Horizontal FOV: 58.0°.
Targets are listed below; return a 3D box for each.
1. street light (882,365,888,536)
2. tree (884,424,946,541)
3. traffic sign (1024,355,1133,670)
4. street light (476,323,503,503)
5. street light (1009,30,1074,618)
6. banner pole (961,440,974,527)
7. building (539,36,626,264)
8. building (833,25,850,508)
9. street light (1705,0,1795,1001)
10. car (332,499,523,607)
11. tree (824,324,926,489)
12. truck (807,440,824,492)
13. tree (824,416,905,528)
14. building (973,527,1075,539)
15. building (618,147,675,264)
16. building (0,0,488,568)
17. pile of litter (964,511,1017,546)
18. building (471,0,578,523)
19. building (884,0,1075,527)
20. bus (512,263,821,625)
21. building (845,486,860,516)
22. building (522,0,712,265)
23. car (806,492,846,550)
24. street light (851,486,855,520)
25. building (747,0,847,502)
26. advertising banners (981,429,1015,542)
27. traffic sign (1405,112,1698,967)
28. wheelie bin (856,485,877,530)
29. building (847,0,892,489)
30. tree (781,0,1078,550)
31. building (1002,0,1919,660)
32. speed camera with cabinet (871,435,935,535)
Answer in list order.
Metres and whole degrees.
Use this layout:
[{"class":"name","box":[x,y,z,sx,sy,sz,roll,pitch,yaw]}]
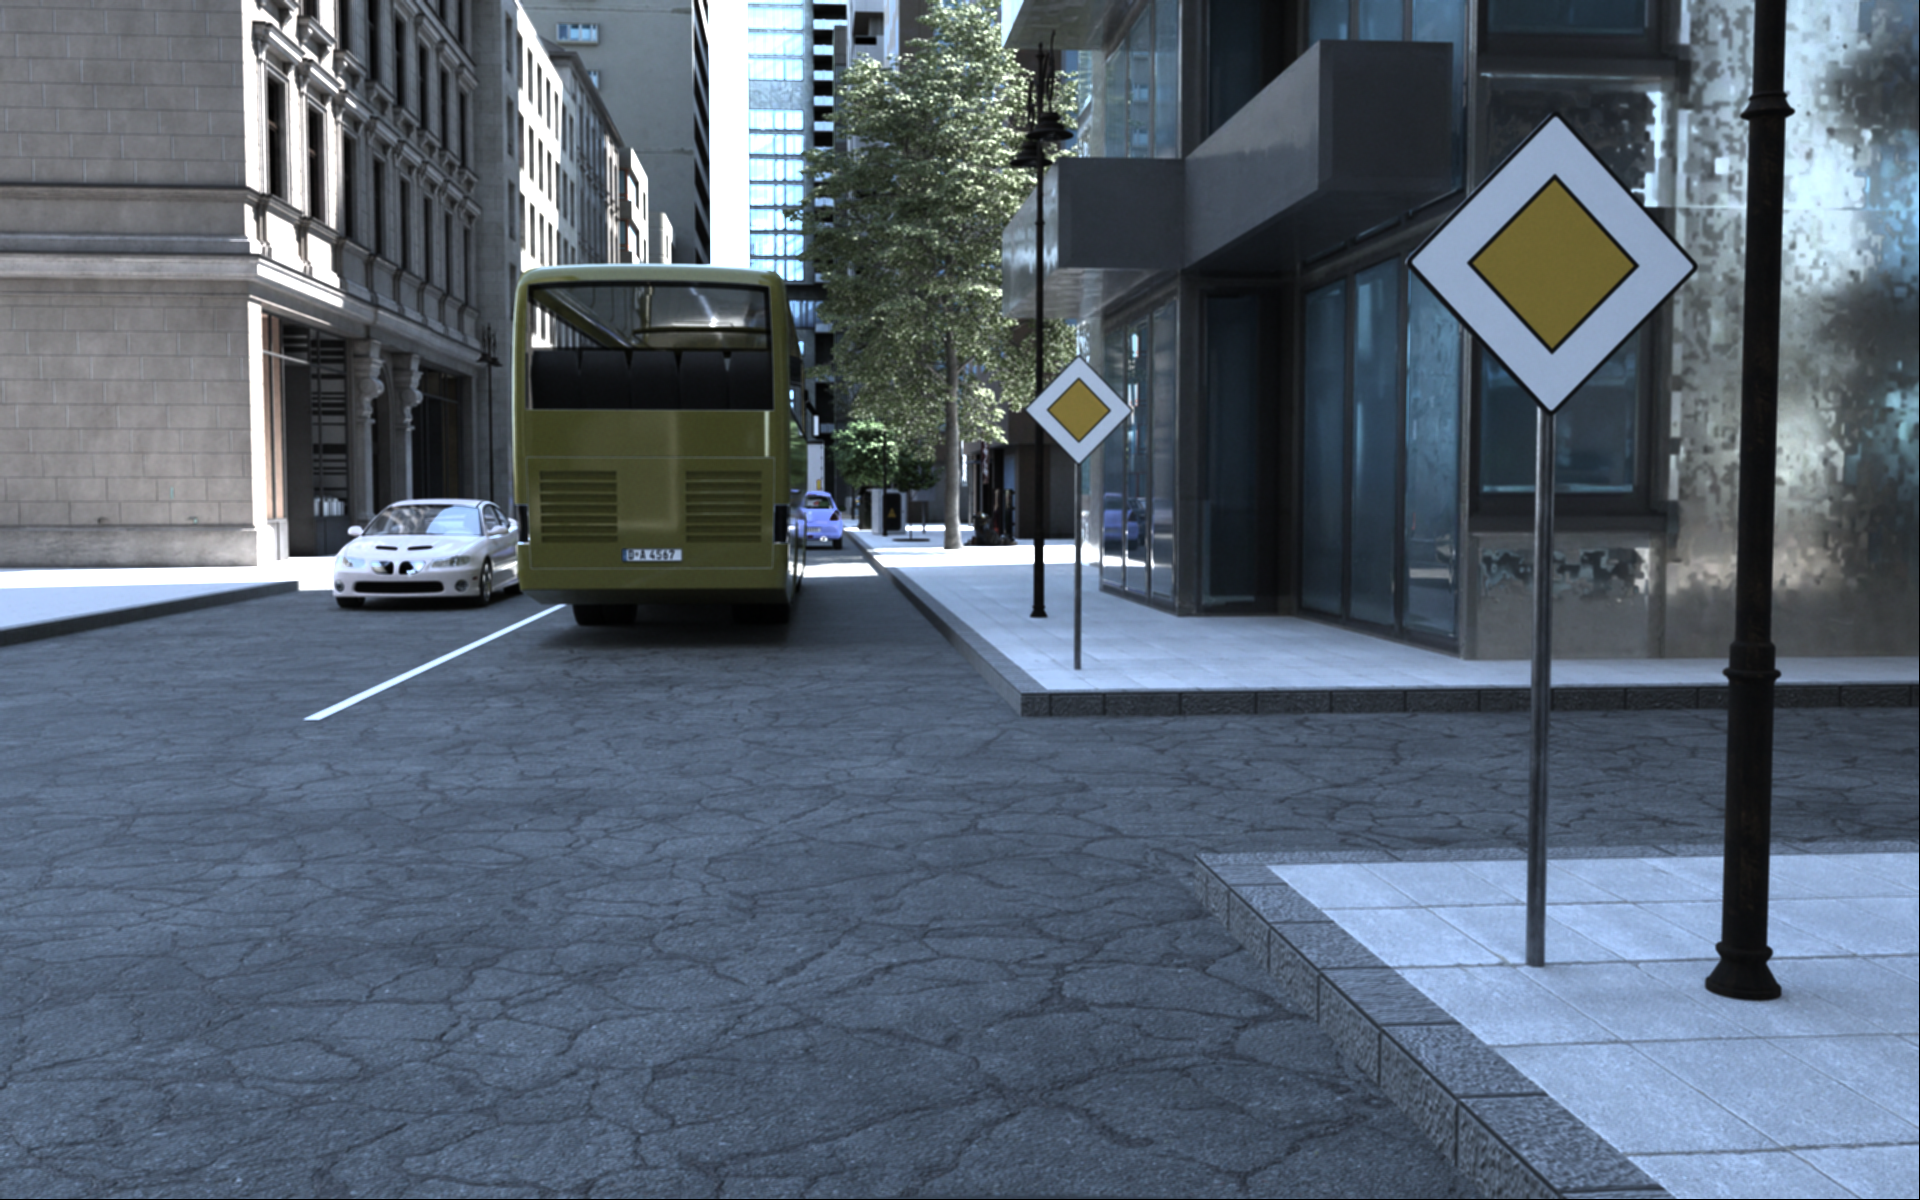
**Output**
[{"class":"street light","box":[-2.288,-4.887,52.688,0.468,5.910,1.993,0,4,-5]},{"class":"tree","box":[-1.433,-3.216,47.178,1.663,3.219,1.824,0,3,0]},{"class":"traffic sign","box":[0.857,-0.548,12.609,0.795,2.450,0.064,0,4,-5]},{"class":"street light","box":[-12.738,-4.540,47.017,0.468,5.910,1.993,0,4,-5]},{"class":"street light","box":[0.823,-2.759,17.903,0.468,5.910,1.993,0,4,-5]},{"class":"banner pole","box":[0.251,-4.676,66.475,0.401,3.779,0.863,2,4,31]},{"class":"building","box":[-20.619,-13.915,76.667,9.793,20.994,18.267,0,4,-5]},{"class":"building","box":[-4.331,-28.873,155.669,14.154,41.232,14.086,0,4,-5]},{"class":"street light","box":[2.022,-1.927,4.294,0.468,5.910,1.993,0,4,-5]},{"class":"car","box":[-7.070,-0.679,23.458,2.083,1.381,4.827,0,4,-5]},{"class":"tree","box":[-3.350,-7.395,71.263,4.360,8.622,3.978,0,3,0]},{"class":"truck","box":[-8.884,-6.464,94.596,2.839,4.237,11.283,0,4,-7]},{"class":"tree","box":[-3.549,-5.058,66.418,4.285,4.588,4.351,0,3,0]},{"class":"building","box":[7.604,-24.769,55.078,14.600,45.320,14.200,0,4,-5]},{"class":"building","box":[-31.396,-15.582,99.806,27.650,21.520,28.899,0,4,-5]},{"class":"building","box":[-16.811,-10.992,30.630,10.553,20.767,40.483,0,4,-5]},{"class":"pile of litter","box":[0.714,-1.789,43.222,1.176,0.858,1.719,-2,4,-30]},{"class":"building","box":[-19.419,-12.504,59.194,10.420,20.320,16.860,0,4,-5]},{"class":"building","box":[3.679,-26.329,80.594,14.600,45.320,14.200,0,4,-5]},{"class":"bus","box":[-3.263,-1.856,21.900,2.896,3.916,12.252,0,4,-4]},{"class":"building","box":[8.902,-25.581,110.130,32.217,40.220,23.993,0,4,-5]},{"class":"building","box":[-29.209,-30.628,124.476,21.300,48.544,21.600,0,4,-5]},{"class":"car","box":[-3.988,-2.226,45.981,1.945,1.707,3.694,0,4,-5]},{"class":"street light","box":[-5.387,-6.992,87.109,0.468,5.910,1.993,0,4,-5]},{"class":"building","box":[-10.271,-53.097,180.805,31.000,86.520,22.319,0,4,-5]},{"class":"advertising banners","box":[0.992,-3.066,46.317,0.090,3.025,2.074,-1,4,-23]},{"class":"traffic sign","box":[1.564,-0.062,4.655,0.795,2.450,0.064,0,4,-5]},{"class":"wheelie bin","box":[-3.219,-3.296,61.798,0.980,1.594,0.693,-2,4,-32]},{"class":"building","box":[4.930,-33.399,135.305,28.713,52.752,27.495,0,4,-5]},{"class":"tree","box":[-0.164,-7.396,39.056,7.486,12.596,7.792,0,3,0]},{"class":"building","box":[15.745,-24.640,22.473,30.456,49.044,23.786,0,4,-5]},{"class":"speed camera with cabinet","box":[-1.806,-3.735,55.405,2.038,3.252,0.660,-2,4,-29]}]
